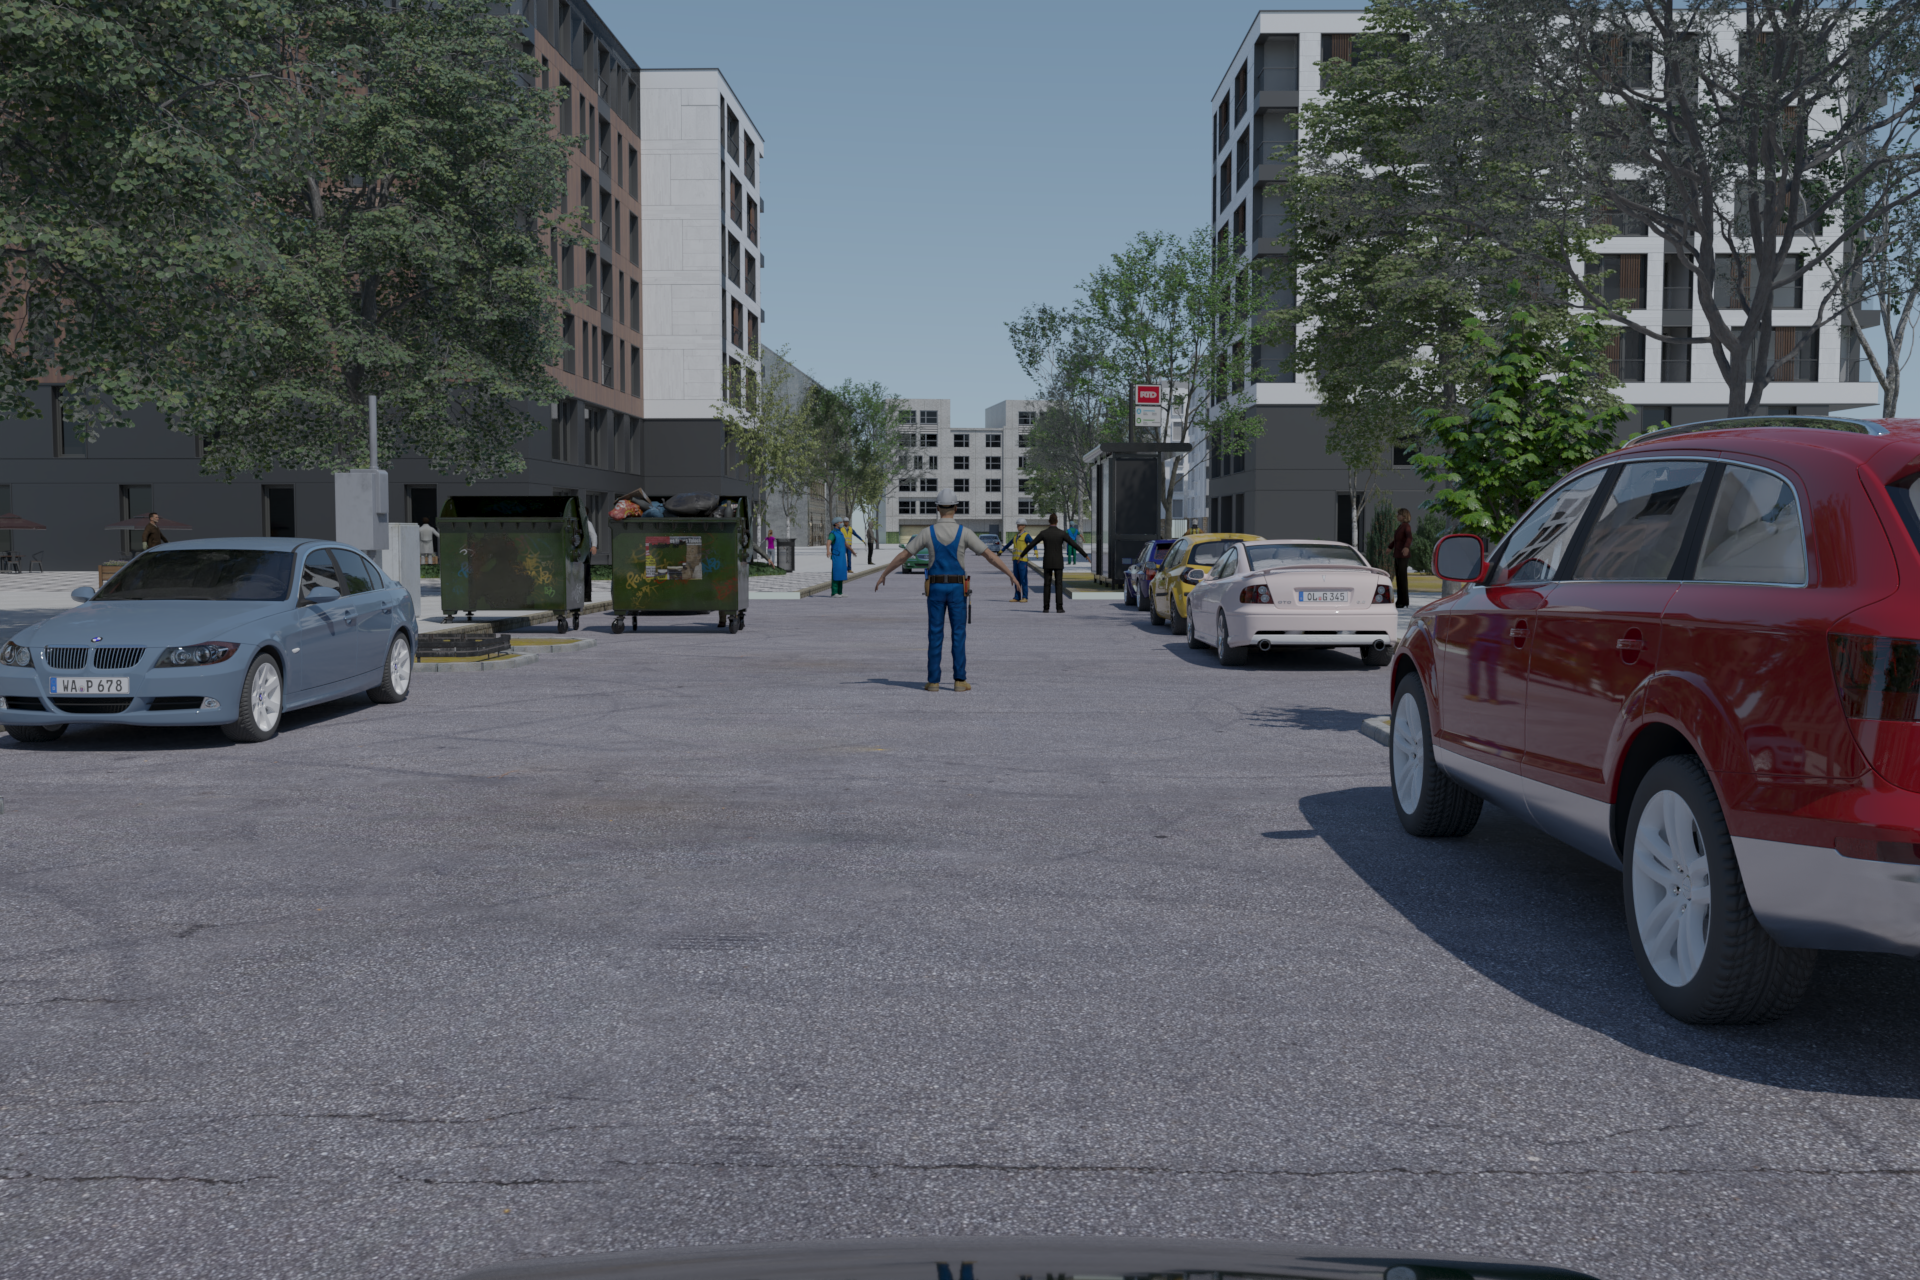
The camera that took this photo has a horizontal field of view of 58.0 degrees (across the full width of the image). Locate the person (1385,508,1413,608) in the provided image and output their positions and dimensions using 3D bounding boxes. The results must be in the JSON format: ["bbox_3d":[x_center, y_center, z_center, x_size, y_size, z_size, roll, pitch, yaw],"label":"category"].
[{"bbox_3d":[7.580,-1.418,29.991,0.721,1.729,1.215,0,4,-1],"label":"person"}]

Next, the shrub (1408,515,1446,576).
[{"bbox_3d":[14.576,-3.006,53.562,1.690,2.028,1.600,0,3,0],"label":"shrub"}]

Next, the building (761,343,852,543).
[{"bbox_3d":[-22.808,-22.772,203.244,19.493,23.208,18.063,0,4,2],"label":"building"}]

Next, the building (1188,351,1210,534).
[{"bbox_3d":[28.896,-19.756,179.429,16.016,20.090,11.380,0,4,1],"label":"building"}]

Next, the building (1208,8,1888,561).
[{"bbox_3d":[25.780,-14.686,84.087,27.936,21.610,32.646,0,4,1],"label":"building"}]

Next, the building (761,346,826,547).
[{"bbox_3d":[-24.216,-21.445,181.555,19.493,23.208,18.063,0,4,1],"label":"building"}]

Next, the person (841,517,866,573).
[{"bbox_3d":[-3.750,-3.131,57.155,1.349,1.833,0.705,-2,4,-24],"label":"person"}]

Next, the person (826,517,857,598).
[{"bbox_3d":[-2.726,-1.864,39.053,0.704,1.817,1.347,2,4,23],"label":"person"}]

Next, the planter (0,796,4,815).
[{"bbox_3d":[-5.893,0.780,8.388,1.991,0.319,1.994,0,4,0],"label":"planter"}]

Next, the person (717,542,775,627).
[{"bbox_3d":[-3.536,-1.097,26.657,1.348,1.796,0.705,-1,4,-13],"label":"person"}]

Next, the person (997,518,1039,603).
[{"bbox_3d":[1.217,-1.676,36.325,0.721,1.772,1.216,-3,5,-43],"label":"person"}]

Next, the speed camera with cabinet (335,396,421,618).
[{"bbox_3d":[-8.582,-1.909,25.547,0.660,3.252,2.038,0,4,1],"label":"speed camera with cabinet"}]

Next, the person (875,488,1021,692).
[{"bbox_3d":[-0.118,-0.459,15.819,1.347,1.847,0.705,0,4,3],"label":"person"}]

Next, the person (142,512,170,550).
[{"bbox_3d":[-19.764,-2.227,42.542,0.704,1.812,1.346,0,4,2],"label":"person"}]

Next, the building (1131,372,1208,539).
[{"bbox_3d":[24.861,-21.142,202.097,16.016,20.090,11.380,0,4,1],"label":"building"}]

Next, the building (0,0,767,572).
[{"bbox_3d":[-24.574,-14.105,74.588,27.936,21.610,32.646,0,4,2],"label":"building"}]

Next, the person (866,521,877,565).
[{"bbox_3d":[-3.715,-4.059,72.493,0.705,1.813,1.348,-1,4,-16],"label":"person"}]

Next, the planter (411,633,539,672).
[{"bbox_3d":[-5.730,0.133,18.961,1.991,0.319,1.994,0,4,1],"label":"planter"}]

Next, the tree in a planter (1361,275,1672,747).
[{"bbox_3d":[3.882,-0.904,12.005,1.991,3.239,1.994,0,4,1],"label":"tree in a planter"}]

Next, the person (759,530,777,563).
[{"bbox_3d":[-6.356,-3.008,58.452,0.991,1.433,0.599,1,4,20],"label":"person"}]

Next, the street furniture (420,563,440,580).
[{"bbox_3d":[-16.725,-2.134,50.518,10.072,0.657,5.734,0,4,1],"label":"street furniture"}]

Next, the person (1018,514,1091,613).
[{"bbox_3d":[1.700,-1.395,31.494,1.346,1.802,0.704,1,4,11],"label":"person"}]

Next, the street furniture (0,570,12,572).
[{"bbox_3d":[-31.697,-2.599,49.341,11.010,1.723,9.812,2,4,25],"label":"street furniture"}]

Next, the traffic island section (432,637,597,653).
[{"bbox_3d":[-5.650,0.071,21.700,1.991,0.108,1.994,0,4,1],"label":"traffic island section"}]

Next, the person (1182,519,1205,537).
[{"bbox_3d":[9.076,-3.738,66.884,1.354,1.858,0.705,1,4,15],"label":"person"}]

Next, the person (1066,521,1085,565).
[{"bbox_3d":[4.629,-4.026,71.959,1.347,1.817,0.704,-1,4,-23],"label":"person"}]

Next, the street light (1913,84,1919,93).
[{"bbox_3d":[7.766,-2.463,13.056,0.468,5.910,1.993,0,4,1],"label":"street light"}]

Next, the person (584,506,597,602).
[{"bbox_3d":[-7.125,-1.620,32.650,0.704,1.810,1.344,-3,4,-38],"label":"person"}]

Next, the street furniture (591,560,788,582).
[{"bbox_3d":[-8.111,-2.073,49.523,5.734,0.657,10.072,0,4,8],"label":"street furniture"}]

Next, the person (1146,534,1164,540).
[{"bbox_3d":[7.956,-4.066,72.660,1.347,1.806,0.705,-1,4,-12],"label":"person"}]

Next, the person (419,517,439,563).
[{"bbox_3d":[-16.895,-2.974,54.806,1.347,1.806,0.705,-1,4,-20],"label":"person"}]

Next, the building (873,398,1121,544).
[{"bbox_3d":[4.745,-22.355,234.425,31.486,18.905,16.747,-1,4,-8],"label":"building"}]

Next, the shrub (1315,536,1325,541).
[{"bbox_3d":[11.752,-2.792,56.761,1.383,1.207,1.383,0,3,0],"label":"shrub"}]

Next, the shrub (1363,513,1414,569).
[{"bbox_3d":[13.794,-3.156,55.646,1.661,2.075,1.752,0,3,0],"label":"shrub"}]
